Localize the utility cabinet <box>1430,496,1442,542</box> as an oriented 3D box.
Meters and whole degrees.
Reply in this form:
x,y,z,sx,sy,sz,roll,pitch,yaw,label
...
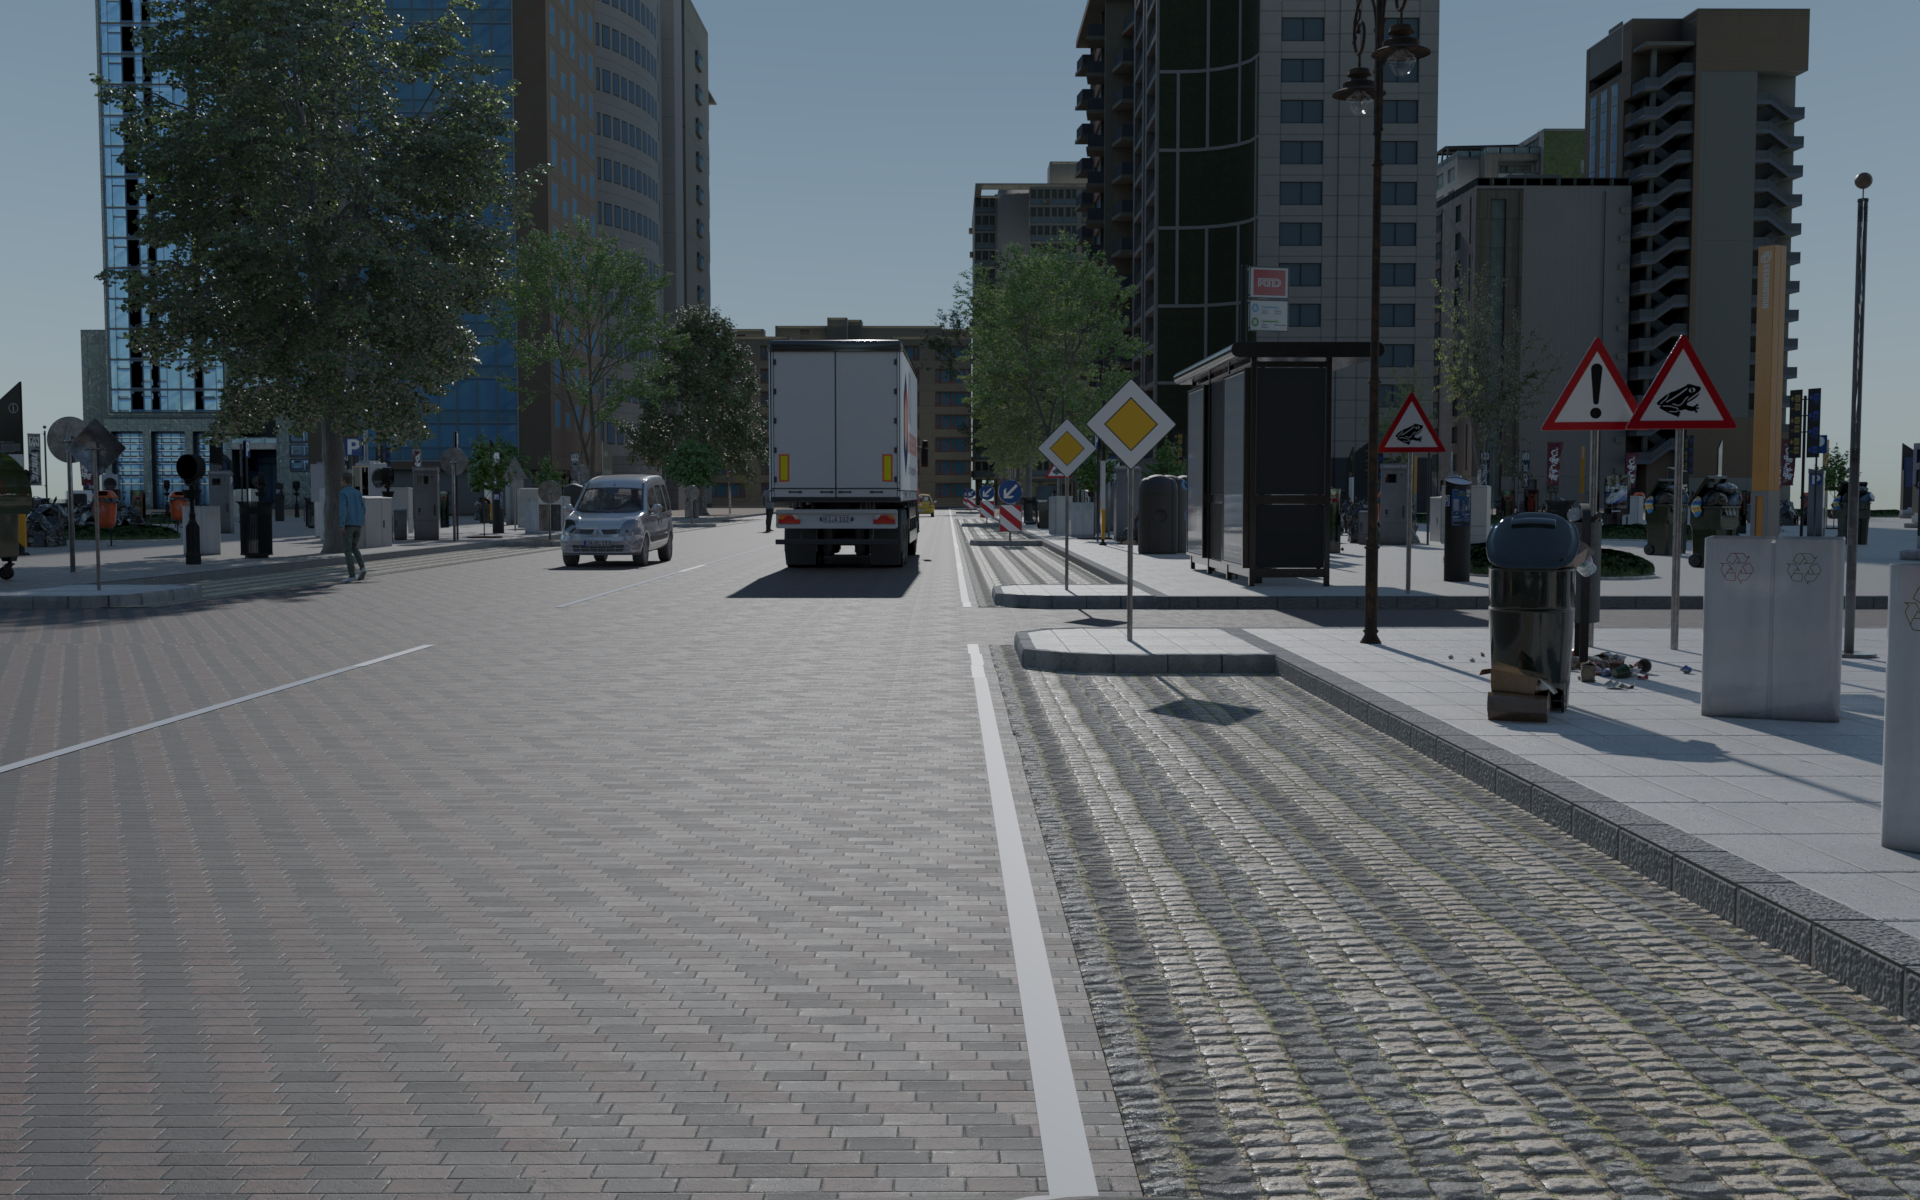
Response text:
x,y,z,sx,sy,sz,roll,pitch,yaw,label
12.969,-2.179,46.793,0.306,1.237,1.020,0,4,-1,utility cabinet

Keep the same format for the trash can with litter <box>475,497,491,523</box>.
x,y,z,sx,sy,sz,roll,pitch,yaw,label
-20.854,-3.983,76.512,0.624,1.170,1.055,2,4,29,trash can with litter

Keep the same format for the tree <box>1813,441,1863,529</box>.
x,y,z,sx,sy,sz,roll,pitch,yaw,label
32.187,-4.211,63.445,1.663,3.219,1.824,0,3,0,tree

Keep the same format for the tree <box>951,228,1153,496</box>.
x,y,z,sx,sy,sz,roll,pitch,yaw,label
3.809,-8.782,69.343,9.928,11.665,9.643,0,3,0,tree

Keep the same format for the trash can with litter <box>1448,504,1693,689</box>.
x,y,z,sx,sy,sz,roll,pitch,yaw,label
4.394,-0.085,12.449,1.678,1.210,2.233,1,4,15,trash can with litter

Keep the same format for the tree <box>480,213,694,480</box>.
x,y,z,sx,sy,sz,roll,pitch,yaw,label
-14.181,-8.561,65.721,9.928,11.665,9.643,0,3,0,tree

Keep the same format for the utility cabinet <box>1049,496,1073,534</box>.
x,y,z,sx,sy,sz,roll,pitch,yaw,label
3.223,-2.714,55.535,0.306,1.237,1.020,2,4,35,utility cabinet

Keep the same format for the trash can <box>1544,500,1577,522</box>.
x,y,z,sx,sy,sz,roll,pitch,yaw,label
14.369,-1.826,41.505,0.748,1.137,0.748,0,3,0,trash can

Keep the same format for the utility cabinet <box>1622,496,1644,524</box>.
x,y,z,sx,sy,sz,roll,pitch,yaw,label
24.200,-3.146,62.595,0.306,1.237,1.020,-2,4,-27,utility cabinet

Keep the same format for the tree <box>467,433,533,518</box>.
x,y,z,sx,sy,sz,roll,pitch,yaw,label
-24.760,-6.688,93.059,4.285,4.588,4.351,0,3,0,tree

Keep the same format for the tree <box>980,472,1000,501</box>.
x,y,z,sx,sy,sz,roll,pitch,yaw,label
2.407,-9.527,150.365,1.663,3.219,1.824,0,3,0,tree

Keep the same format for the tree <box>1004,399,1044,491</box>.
x,y,z,sx,sy,sz,roll,pitch,yaw,label
4.186,-10.458,121.358,4.360,8.622,3.978,0,3,0,tree

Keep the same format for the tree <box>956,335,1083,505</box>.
x,y,z,sx,sy,sz,roll,pitch,yaw,label
3.352,-9.719,93.313,7.601,10.594,8.767,0,4,-2,tree

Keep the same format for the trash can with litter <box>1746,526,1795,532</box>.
x,y,z,sx,sy,sz,roll,pitch,yaw,label
27.643,-2.931,58.979,1.678,1.210,2.233,1,4,19,trash can with litter

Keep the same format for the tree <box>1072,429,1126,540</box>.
x,y,z,sx,sy,sz,roll,pitch,yaw,label
3.725,-3.338,49.176,1.663,3.219,1.824,0,3,0,tree

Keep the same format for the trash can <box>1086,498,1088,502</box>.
x,y,z,sx,sy,sz,roll,pitch,yaw,label
5.077,-3.268,65.078,0.748,1.137,0.748,0,3,0,trash can

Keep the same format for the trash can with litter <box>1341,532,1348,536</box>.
x,y,z,sx,sy,sz,roll,pitch,yaw,label
11.090,-2.588,53.366,2.233,1.210,1.678,0,4,5,trash can with litter

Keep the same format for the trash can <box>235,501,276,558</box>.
x,y,z,sx,sy,sz,roll,pitch,yaw,label
-14.088,-1.408,34.668,0.748,1.137,0.748,0,3,0,trash can

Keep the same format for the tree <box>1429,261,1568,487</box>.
x,y,z,sx,sy,sz,roll,pitch,yaw,label
16.556,-6.371,54.528,4.360,8.622,3.978,0,3,0,tree

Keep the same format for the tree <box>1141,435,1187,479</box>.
x,y,z,sx,sy,sz,roll,pitch,yaw,label
6.493,-3.716,55.362,1.663,3.219,1.824,0,3,0,tree

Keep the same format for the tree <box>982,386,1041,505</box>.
x,y,z,sx,sy,sz,roll,pitch,yaw,label
3.384,-9.691,108.809,4.737,8.622,4.395,0,3,0,tree

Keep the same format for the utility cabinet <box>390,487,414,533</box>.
x,y,z,sx,sy,sz,roll,pitch,yaw,label
-18.336,-2.904,56.165,1.173,1.500,0.318,1,4,13,utility cabinet

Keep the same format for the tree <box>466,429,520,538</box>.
x,y,z,sx,sy,sz,roll,pitch,yaw,label
-13.934,-3.415,50.437,1.663,3.219,1.824,0,3,0,tree

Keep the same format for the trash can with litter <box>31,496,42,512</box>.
x,y,z,sx,sy,sz,roll,pitch,yaw,label
-31.040,-2.919,58.786,1.678,1.210,2.233,0,4,-2,trash can with litter

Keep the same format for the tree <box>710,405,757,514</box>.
x,y,z,sx,sy,sz,roll,pitch,yaw,label
-15.108,-9.978,113.508,4.737,8.622,4.395,0,3,0,tree

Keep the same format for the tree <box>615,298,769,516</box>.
x,y,z,sx,sy,sz,roll,pitch,yaw,label
-15.275,-11.284,101.509,9.611,12.733,9.660,0,3,0,tree

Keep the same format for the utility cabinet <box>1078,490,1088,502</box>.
x,y,z,sx,sy,sz,roll,pitch,yaw,label
7.075,-5.352,96.177,1.173,1.500,0.318,3,5,44,utility cabinet

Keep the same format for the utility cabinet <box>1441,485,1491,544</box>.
x,y,z,sx,sy,sz,roll,pitch,yaw,label
12.760,-2.140,43.673,1.173,1.500,0.318,3,4,37,utility cabinet

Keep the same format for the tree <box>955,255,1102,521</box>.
x,y,z,sx,sy,sz,roll,pitch,yaw,label
3.480,-10.035,82.194,7.486,12.596,7.792,0,3,0,tree

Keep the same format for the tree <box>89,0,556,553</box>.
x,y,z,sx,sy,sz,roll,pitch,yaw,label
-13.612,-8.000,37.454,9.857,13.997,8.962,0,3,0,tree

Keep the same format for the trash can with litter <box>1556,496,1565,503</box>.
x,y,z,sx,sy,sz,roll,pitch,yaw,label
31.219,-4.762,89.246,0.624,1.170,1.055,-3,5,-41,trash can with litter

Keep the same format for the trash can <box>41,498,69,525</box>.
x,y,z,sx,sy,sz,roll,pitch,yaw,label
-26.228,-2.369,50.385,0.748,1.137,0.748,0,3,0,trash can

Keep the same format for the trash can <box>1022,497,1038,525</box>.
x,y,z,sx,sy,sz,roll,pitch,yaw,label
2.971,-3.726,72.568,0.748,1.137,0.748,0,3,0,trash can

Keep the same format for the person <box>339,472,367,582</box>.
x,y,z,sx,sy,sz,roll,pitch,yaw,label
-9.887,-1.182,28.173,0.444,1.785,0.601,2,4,32,person

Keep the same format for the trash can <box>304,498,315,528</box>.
x,y,z,sx,sy,sz,roll,pitch,yaw,label
-24.203,-3.256,64.893,0.748,1.137,0.748,0,3,0,trash can

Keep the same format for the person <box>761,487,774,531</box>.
x,y,z,sx,sy,sz,roll,pitch,yaw,label
-7.316,-3.541,66.579,0.592,1.802,0.473,3,5,41,person

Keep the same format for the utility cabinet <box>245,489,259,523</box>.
x,y,z,sx,sy,sz,roll,pitch,yaw,label
-29.420,-3.880,72.114,0.318,1.500,1.173,-2,4,-29,utility cabinet

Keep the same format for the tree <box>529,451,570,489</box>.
x,y,z,sx,sy,sz,roll,pitch,yaw,label
-18.297,-5.037,76.961,1.663,3.219,1.824,0,3,0,tree

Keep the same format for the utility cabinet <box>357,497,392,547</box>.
x,y,z,sx,sy,sz,roll,pitch,yaw,label
-14.235,-1.892,42.089,0.306,1.237,1.020,1,4,20,utility cabinet

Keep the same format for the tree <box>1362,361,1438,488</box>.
x,y,z,sx,sy,sz,roll,pitch,yaw,label
24.549,-8.910,96.048,4.737,8.622,4.395,0,3,0,tree

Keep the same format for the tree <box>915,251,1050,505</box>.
x,y,z,sx,sy,sz,roll,pitch,yaw,label
2.547,-17.261,138.102,12.611,20.169,13.585,0,3,0,tree

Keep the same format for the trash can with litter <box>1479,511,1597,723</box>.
x,y,z,sx,sy,sz,roll,pitch,yaw,label
3.368,0.079,10.093,0.624,1.170,1.055,1,4,21,trash can with litter

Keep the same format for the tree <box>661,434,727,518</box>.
x,y,z,sx,sy,sz,roll,pitch,yaw,label
-14.140,-6.654,92.514,4.285,4.588,4.351,0,3,0,tree

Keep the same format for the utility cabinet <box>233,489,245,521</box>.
x,y,z,sx,sy,sz,roll,pitch,yaw,label
-33.075,-4.355,79.880,1.173,1.500,0.318,3,4,38,utility cabinet

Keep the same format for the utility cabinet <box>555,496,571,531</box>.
x,y,z,sx,sy,sz,roll,pitch,yaw,label
-14.050,-3.046,60.960,0.306,1.237,1.020,-3,4,-38,utility cabinet

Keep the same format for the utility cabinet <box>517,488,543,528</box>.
x,y,z,sx,sy,sz,roll,pitch,yaw,label
-15.933,-3.398,64.243,1.173,1.500,0.318,3,4,37,utility cabinet
